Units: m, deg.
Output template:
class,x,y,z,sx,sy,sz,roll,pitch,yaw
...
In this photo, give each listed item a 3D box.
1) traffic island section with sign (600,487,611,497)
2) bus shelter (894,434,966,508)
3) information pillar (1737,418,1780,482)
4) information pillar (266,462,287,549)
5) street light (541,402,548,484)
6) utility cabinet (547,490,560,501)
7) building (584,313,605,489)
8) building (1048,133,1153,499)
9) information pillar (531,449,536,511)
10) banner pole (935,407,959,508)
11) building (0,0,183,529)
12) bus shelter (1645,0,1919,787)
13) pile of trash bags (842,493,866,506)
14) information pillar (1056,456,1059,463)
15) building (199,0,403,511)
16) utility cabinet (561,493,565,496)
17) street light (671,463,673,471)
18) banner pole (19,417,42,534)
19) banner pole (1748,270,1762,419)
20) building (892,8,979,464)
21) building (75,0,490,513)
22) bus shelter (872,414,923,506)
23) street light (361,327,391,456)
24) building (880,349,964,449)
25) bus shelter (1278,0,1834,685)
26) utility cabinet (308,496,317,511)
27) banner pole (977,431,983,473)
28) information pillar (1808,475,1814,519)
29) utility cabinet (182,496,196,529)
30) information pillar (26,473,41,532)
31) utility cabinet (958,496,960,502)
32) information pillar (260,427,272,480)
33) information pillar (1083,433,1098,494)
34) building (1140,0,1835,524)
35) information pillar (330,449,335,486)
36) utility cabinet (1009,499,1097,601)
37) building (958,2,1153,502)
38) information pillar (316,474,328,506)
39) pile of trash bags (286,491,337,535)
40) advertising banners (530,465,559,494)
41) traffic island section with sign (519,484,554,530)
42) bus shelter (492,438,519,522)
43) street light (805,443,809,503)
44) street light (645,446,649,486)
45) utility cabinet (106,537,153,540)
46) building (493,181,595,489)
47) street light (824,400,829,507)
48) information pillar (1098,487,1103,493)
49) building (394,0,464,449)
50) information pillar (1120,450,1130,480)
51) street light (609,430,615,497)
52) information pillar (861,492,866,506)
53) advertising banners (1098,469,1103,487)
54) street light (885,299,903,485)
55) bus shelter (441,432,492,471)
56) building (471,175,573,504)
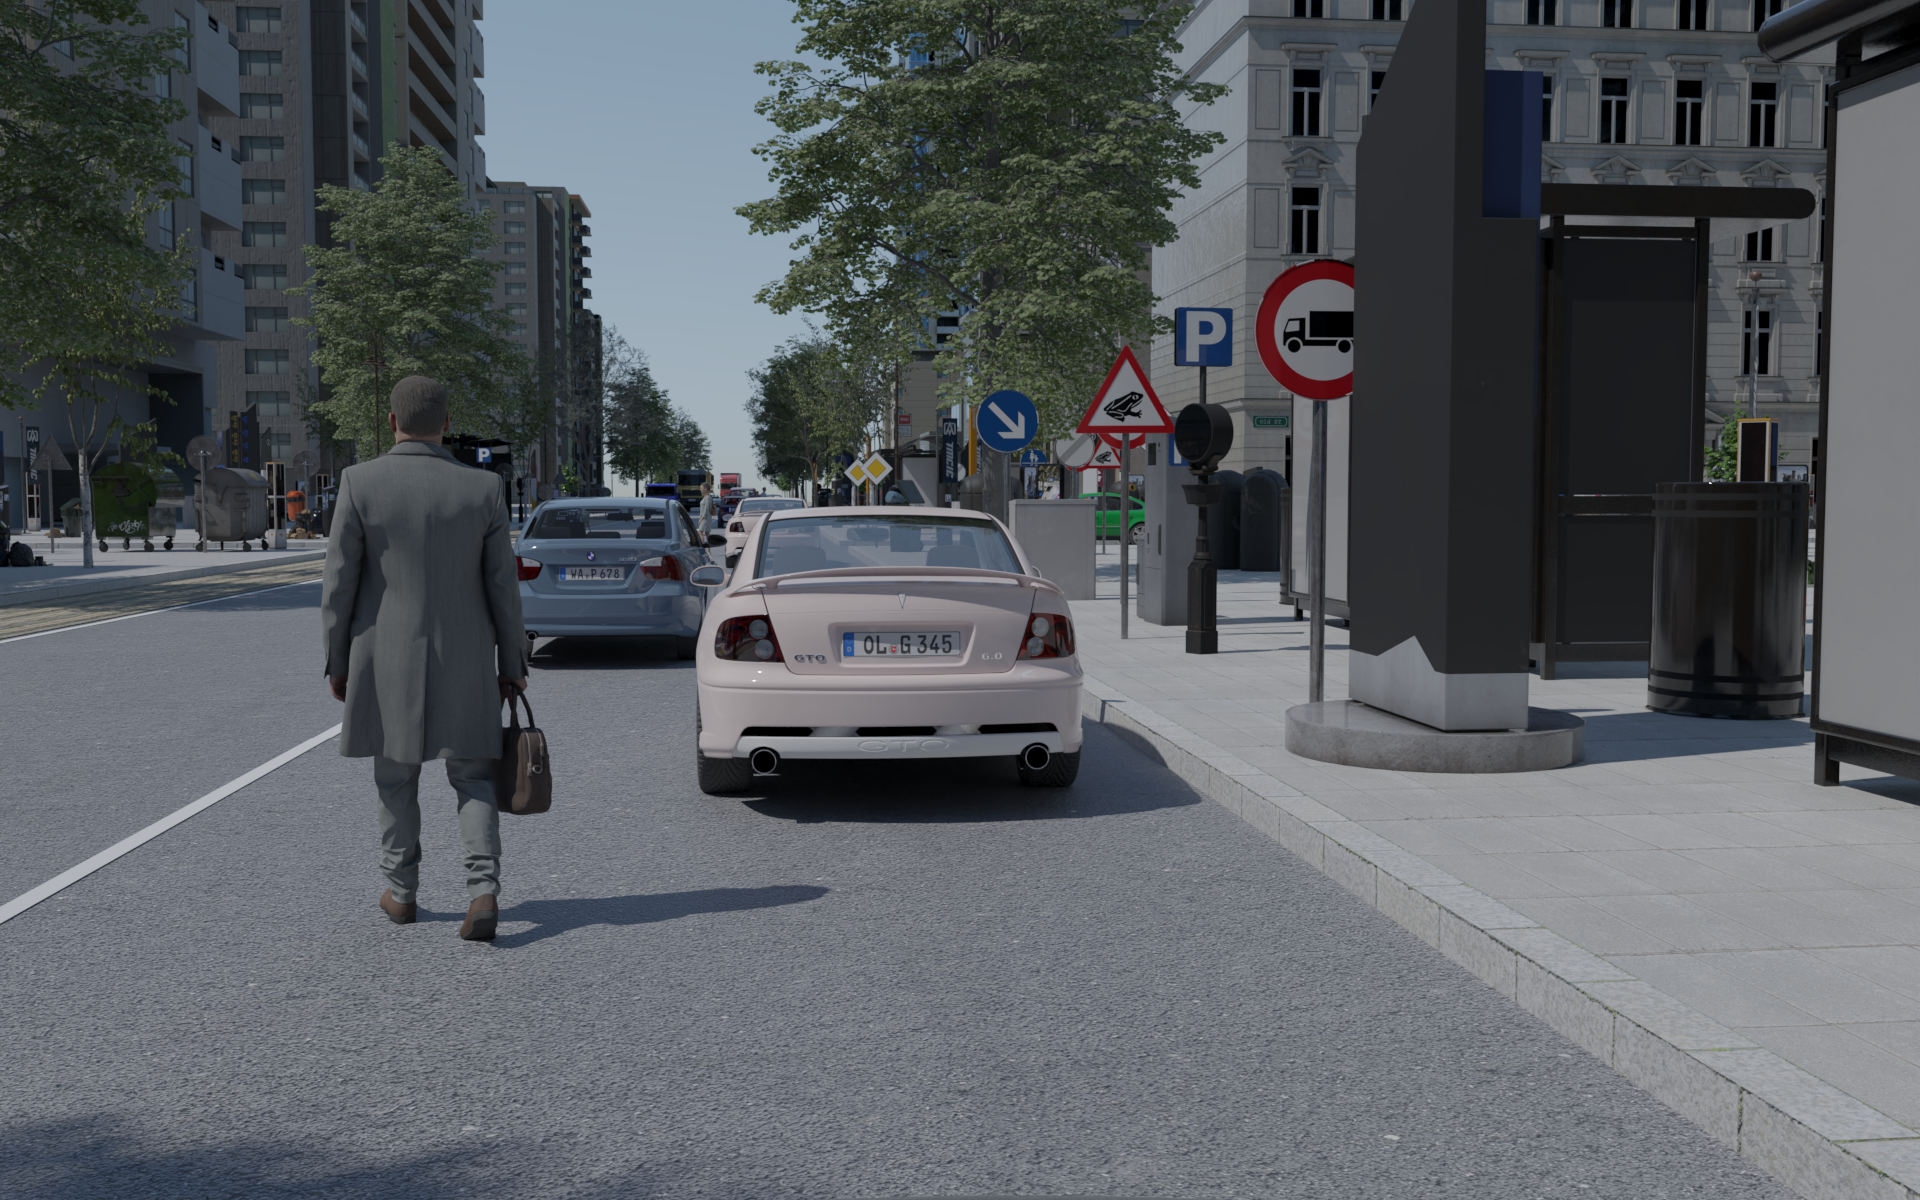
class,x,y,z,sx,sy,sz,roll,pitch,yaw
traffic island section with sign,-19.824,-5.409,97.070,1.989,1.847,2.006,0,4,-6
bus shelter,-1.110,-4.124,61.350,2.014,3.302,5.546,0,4,-7
information pillar,7.833,-0.768,17.042,0.304,2.012,0.304,3,5,41
information pillar,-15.905,-2.191,40.314,0.304,2.012,0.304,2,4,33
street light,-20.623,-6.934,86.166,0.468,5.910,1.993,0,4,-6
utility cabinet,-21.270,-4.999,90.408,0.318,1.500,1.173,0,4,1
building,-62.721,-30.295,267.031,14.160,30.474,14.107,0,4,-6
building,10.044,-15.594,105.875,10.553,20.767,40.483,0,4,-6
information pillar,-22.281,-6.066,90.535,0.183,3.616,0.504,-3,4,-36
banner pole,-0.439,-3.675,50.108,0.863,3.779,0.401,-1,4,-21
building,-46.504,-29.416,70.190,28.713,52.752,27.495,0,4,-6
bus shelter,4.730,-1.744,6.144,2.179,5.291,8.768,0,4,-7
pile of trash bags,-4.734,-4.255,79.315,1.912,1.369,3.447,0,4,-3
information pillar,5.255,-6.254,93.599,0.183,3.616,0.504,-1,4,-11
building,-44.179,-26.077,109.953,14.154,41.232,14.086,0,4,-6
utility cabinet,-26.190,-6.431,113.818,0.318,1.500,1.173,-2,4,-23
street light,-34.371,-14.292,206.460,0.468,5.910,1.993,0,4,-6
banner pole,-30.221,-4.051,56.249,0.401,3.779,0.863,2,4,27
banner pole,8.814,-1.788,19.252,0.401,3.779,0.863,1,4,21
building,-1.714,-58.442,268.197,22.319,86.520,31.000,0,4,-6
building,-57.447,-34.534,153.862,28.713,52.752,27.495,0,4,-6
bus shelter,-3.204,-6.514,84.140,2.179,5.291,8.768,0,4,-7
street light,-16.159,-4.604,48.057,0.468,5.910,1.993,0,4,-6
building,3.749,-24.200,240.716,27.650,21.520,28.899,0,4,-6
bus shelter,4.342,-2.352,16.087,2.179,5.291,8.768,0,4,-6
utility cabinet,-27.023,-3.746,72.408,0.306,1.237,1.020,-1,4,-13
banner pole,0.686,-3.942,54.465,0.863,3.779,0.401,-3,5,-40
information pillar,31.952,-3.718,65.286,0.304,2.012,0.304,-2,4,-33
utility cabinet,-28.216,-3.233,64.020,0.306,1.237,1.020,2,4,26
information pillar,-31.642,-3.343,59.147,0.304,2.012,0.304,0,4,-2
utility cabinet,0.356,-3.267,64.585,0.306,1.237,1.020,3,4,36
information pillar,-23.983,-4.195,59.948,0.183,3.616,0.504,1,4,17
information pillar,4.083,-3.832,54.004,0.504,3.616,0.183,2,4,30
building,31.028,-18.224,74.373,44.131,29.872,17.030,0,4,-6
information pillar,-32.368,-5.996,89.394,0.183,3.616,0.504,-2,4,-34
utility cabinet,1.115,-0.595,20.898,1.020,1.237,0.306,-1,4,-15
building,10.807,-43.288,146.017,20.563,71.187,20.611,0,4,-6
information pillar,-23.892,-3.697,64.938,0.304,2.012,0.304,1,4,21
pile of trash bags,-19.964,-2.758,54.839,1.912,1.369,3.447,1,4,22
advertising banners,-25.016,-6.608,104.222,2.074,3.025,0.090,1,4,23
traffic island section with sign,-16.747,-3.762,70.133,1.989,1.847,2.006,0,4,-6
bus shelter,-20.524,-5.159,75.631,1.731,3.624,6.357,0,4,-7
street light,-10.893,-9.151,122.405,0.468,5.910,1.993,0,4,-6
street light,-29.354,-11.592,162.311,0.468,5.910,1.993,0,4,-6
utility cabinet,-23.198,-2.425,48.332,1.173,1.500,0.318,-3,4,-38
building,-63.828,-36.101,244.882,22.147,44.769,28.867,0,4,-6
street light,-6.464,-6.820,84.291,0.468,5.910,1.993,0,4,-6
information pillar,5.924,-4.283,74.513,0.304,2.012,0.304,-2,4,-32
building,-50.309,-30.975,130.142,21.300,48.544,21.600,0,4,-6
information pillar,6.229,-4.542,65.611,0.183,3.616,0.504,-3,5,-40
street light,-24.908,-9.244,123.925,0.468,5.910,1.993,0,4,-6
information pillar,-5.544,-5.745,98.429,0.304,2.012,0.304,1,4,9
advertising banners,5.713,-4.080,62.895,2.074,3.025,0.090,1,4,16
street light,-1.493,-4.162,40.833,0.468,5.910,1.993,0,4,-6
bus shelter,-20.048,-4.730,68.615,1.731,3.624,6.357,0,4,-7
building,-58.020,-33.005,223.231,14.154,41.232,14.086,0,4,-6
